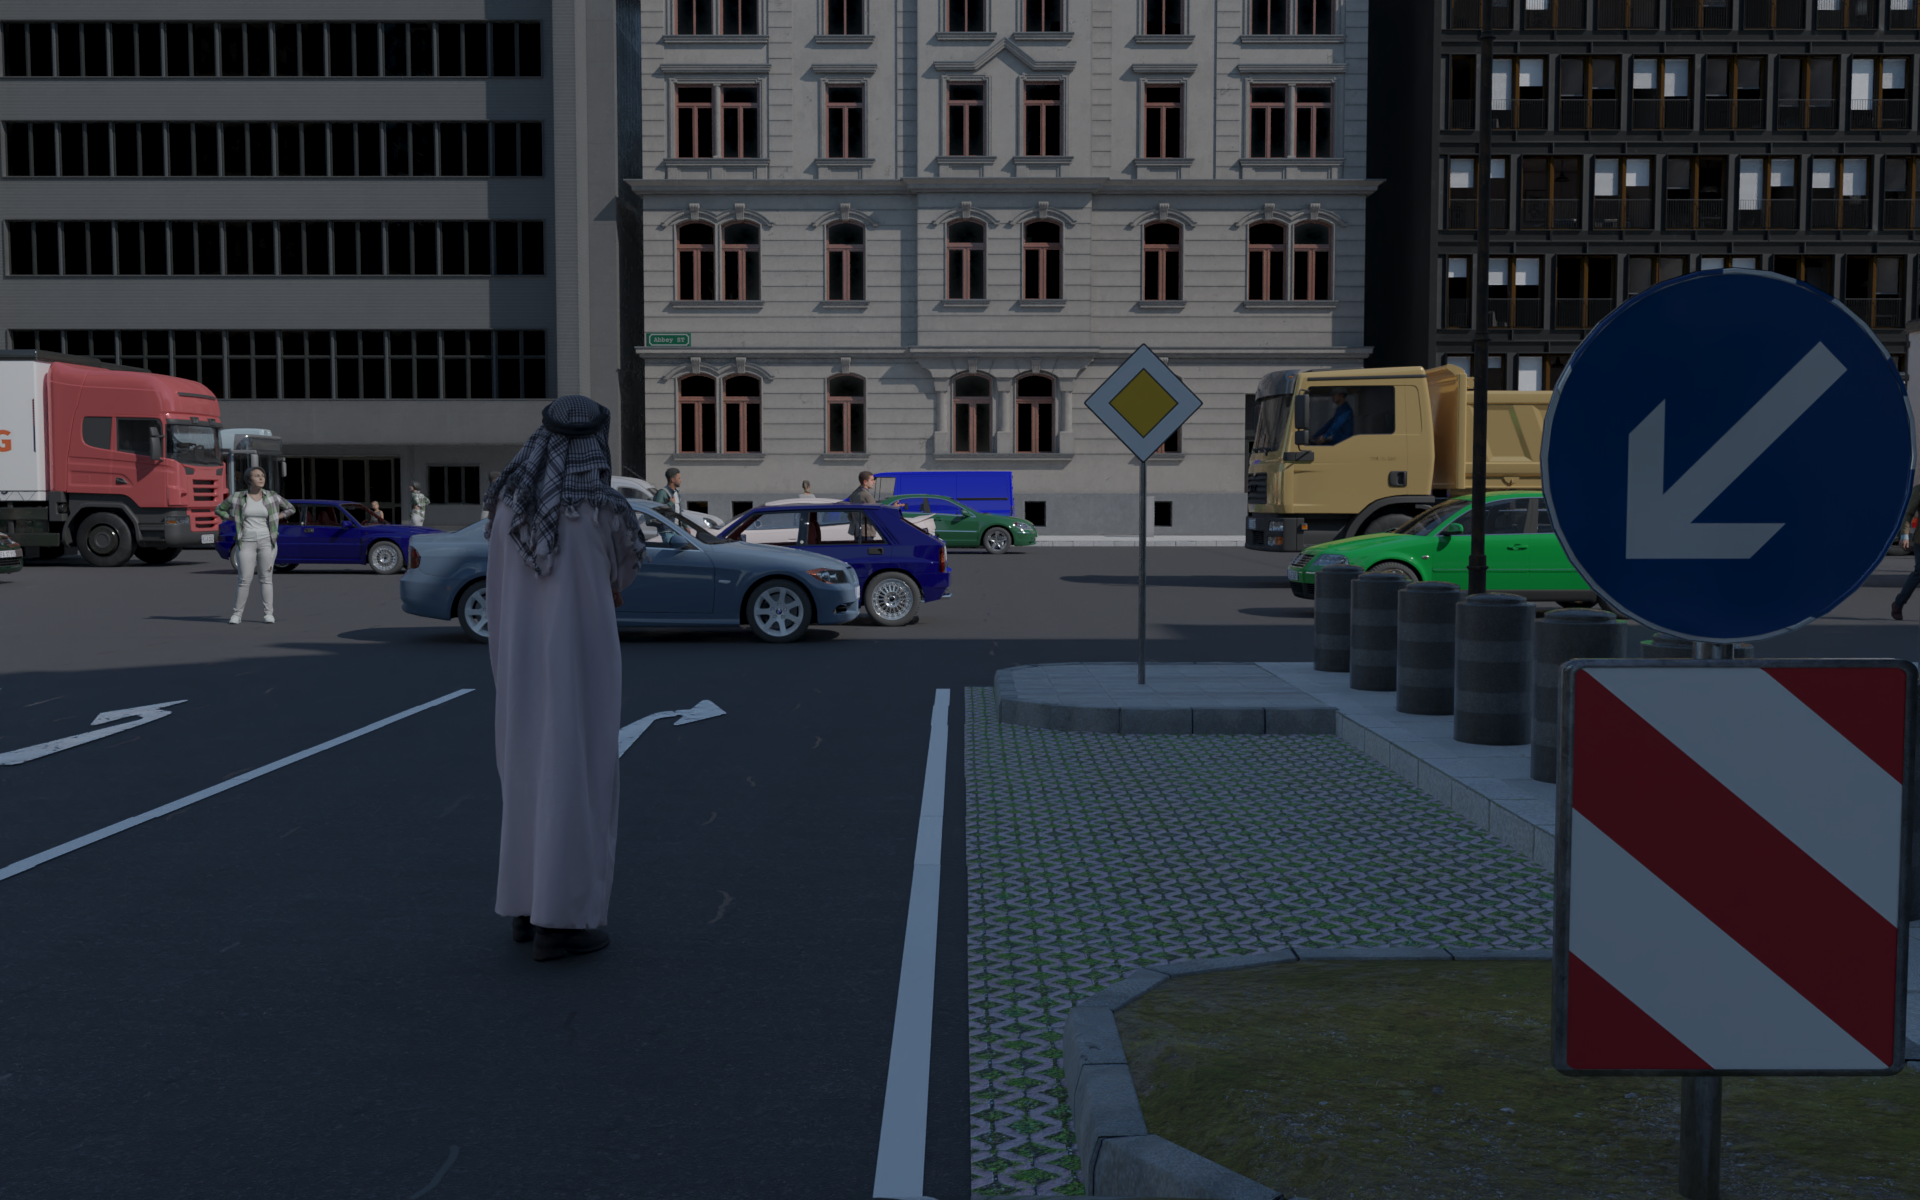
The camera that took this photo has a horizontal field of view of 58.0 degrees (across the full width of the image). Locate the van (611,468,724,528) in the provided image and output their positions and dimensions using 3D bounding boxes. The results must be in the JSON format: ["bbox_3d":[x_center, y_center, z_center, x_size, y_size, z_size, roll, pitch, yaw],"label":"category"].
[{"bbox_3d":[-7.075,-1.859,37.412,4.112,2.044,2.013,0,4,1],"label":"van"}]

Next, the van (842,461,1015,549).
[{"bbox_3d":[-1.092,-2.568,46.367,5.245,2.365,2.240,0,4,2],"label":"van"}]

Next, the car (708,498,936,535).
[{"bbox_3d":[-2.755,-0.923,27.452,4.827,1.381,2.083,0,4,1],"label":"car"}]

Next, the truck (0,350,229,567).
[{"bbox_3d":[-20.090,-2.812,34.883,11.283,4.237,2.839,0,4,1],"label":"truck"}]

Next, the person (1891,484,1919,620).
[{"bbox_3d":[10.864,-0.674,19.426,0.656,1.842,0.836,-2,4,-32],"label":"person"}]

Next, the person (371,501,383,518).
[{"bbox_3d":[-14.393,-1.808,42.726,0.362,1.253,0.373,1,4,21],"label":"person"}]

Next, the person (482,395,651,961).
[{"bbox_3d":[-1.240,0.227,5.456,0.551,1.740,0.621,0,4,-2],"label":"person"}]

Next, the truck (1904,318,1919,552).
[{"bbox_3d":[20.867,-2.329,26.999,11.283,4.237,2.839,0,4,-2],"label":"truck"}]

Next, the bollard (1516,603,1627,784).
[{"bbox_3d":[2.776,0.425,7.774,0.404,0.777,0.398,0,3,0],"label":"bollard"}]

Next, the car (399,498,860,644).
[{"bbox_3d":[-3.251,-0.328,17.367,4.499,1.417,2.014,0,4,-2],"label":"car"}]

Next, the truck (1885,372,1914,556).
[{"bbox_3d":[19.563,-3.184,40.974,11.283,4.237,2.839,0,4,-1],"label":"truck"}]

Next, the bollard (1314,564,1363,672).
[{"bbox_3d":[2.785,0.128,12.618,0.404,0.777,0.398,0,3,0],"label":"bollard"}]

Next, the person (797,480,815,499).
[{"bbox_3d":[-3.206,-1.674,36.627,0.760,1.731,0.466,1,4,23],"label":"person"}]

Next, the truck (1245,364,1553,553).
[{"bbox_3d":[8.641,-1.912,27.193,9.791,3.379,3.469,0,4,-1],"label":"truck"}]

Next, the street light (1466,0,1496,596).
[{"bbox_3d":[3.225,-2.316,10.663,0.468,5.910,1.993,0,3,0],"label":"street light"}]

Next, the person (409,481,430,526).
[{"bbox_3d":[-12.894,-1.957,41.215,0.376,1.734,0.841,0,4,6],"label":"person"}]

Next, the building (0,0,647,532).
[{"bbox_3d":[-25.452,-14.634,58.331,30.058,24.678,14.314,0,3,0],"label":"building"}]

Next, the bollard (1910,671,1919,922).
[{"bbox_3d":[2.779,0.572,5.357,0.404,0.777,0.398,0,3,0],"label":"bollard"}]

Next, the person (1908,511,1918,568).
[{"bbox_3d":[17.807,-1.430,31.974,0.767,1.812,0.694,-2,4,-27],"label":"person"}]

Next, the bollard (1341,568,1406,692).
[{"bbox_3d":[2.778,0.202,11.416,0.404,0.777,0.398,0,3,0],"label":"bollard"}]

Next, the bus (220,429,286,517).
[{"bbox_3d":[-23.721,-3.076,45.147,13.247,3.499,2.948,0,4,-1],"label":"bus"}]

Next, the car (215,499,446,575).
[{"bbox_3d":[-11.351,-1.159,31.534,3.894,1.354,1.945,0,4,2],"label":"car"}]

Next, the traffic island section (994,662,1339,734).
[{"bbox_3d":[1.247,0.647,11.708,2.009,0.180,2.903,0,3,0],"label":"traffic island section"}]

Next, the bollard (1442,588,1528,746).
[{"bbox_3d":[2.777,0.350,8.997,0.404,0.777,0.398,0,3,0],"label":"bollard"}]

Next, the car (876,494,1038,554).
[{"bbox_3d":[-0.569,-1.843,41.931,4.920,1.459,2.131,0,4,-1],"label":"car"}]

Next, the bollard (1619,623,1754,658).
[{"bbox_3d":[2.778,0.499,6.558,0.404,0.777,0.398,0,3,0],"label":"bollard"}]

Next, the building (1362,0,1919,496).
[{"bbox_3d":[21.839,-13.920,57.266,15.834,23.373,12.332,0,3,0],"label":"building"}]

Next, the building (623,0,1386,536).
[{"bbox_3d":[1.354,-16.593,58.679,23.554,28.519,14.401,0,3,0],"label":"building"}]

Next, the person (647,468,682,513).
[{"bbox_3d":[-4.280,-1.063,25.863,0.713,1.824,0.794,3,4,36],"label":"person"}]

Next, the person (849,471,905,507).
[{"bbox_3d":[-1.203,-0.956,24.669,0.750,1.759,0.617,-1,4,-15],"label":"person"}]

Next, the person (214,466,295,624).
[{"bbox_3d":[-7.815,-0.611,19.221,0.841,1.734,0.376,-1,4,-22],"label":"person"}]

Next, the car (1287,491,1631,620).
[{"bbox_3d":[6.280,-0.719,20.550,4.718,1.807,1.959,0,4,-1],"label":"car"}]

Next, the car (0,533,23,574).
[{"bbox_3d":[-17.205,-1.080,27.441,4.222,1.686,2.009,0,4,-1],"label":"car"}]

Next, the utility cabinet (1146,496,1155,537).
[{"bbox_3d":[5.644,-2.485,51.794,0.306,1.237,1.020,0,4,4],"label":"utility cabinet"}]

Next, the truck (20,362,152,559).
[{"bbox_3d":[-23.751,-2.989,37.788,11.283,4.237,2.839,0,4,0],"label":"truck"}]

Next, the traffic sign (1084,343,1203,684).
[{"bbox_3d":[1.224,-0.489,11.631,0.795,2.450,0.064,0,3,0],"label":"traffic sign"}]

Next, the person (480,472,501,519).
[{"bbox_3d":[-7.514,-1.163,27.790,0.850,1.792,0.678,-1,4,-12],"label":"person"}]

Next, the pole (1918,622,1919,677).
[{"bbox_3d":[3.262,-0.723,5.659,0.158,3.312,0.155,0,3,0],"label":"pole"}]

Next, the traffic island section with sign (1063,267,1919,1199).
[{"bbox_3d":[1.251,0.293,3.839,1.989,1.847,2.006,0,3,0],"label":"traffic island section with sign"}]

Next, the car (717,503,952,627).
[{"bbox_3d":[-2.035,-0.422,19.478,3.894,1.354,1.945,0,4,0],"label":"car"}]

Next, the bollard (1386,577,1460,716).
[{"bbox_3d":[2.781,0.276,10.201,0.404,0.777,0.398,0,3,0],"label":"bollard"}]
